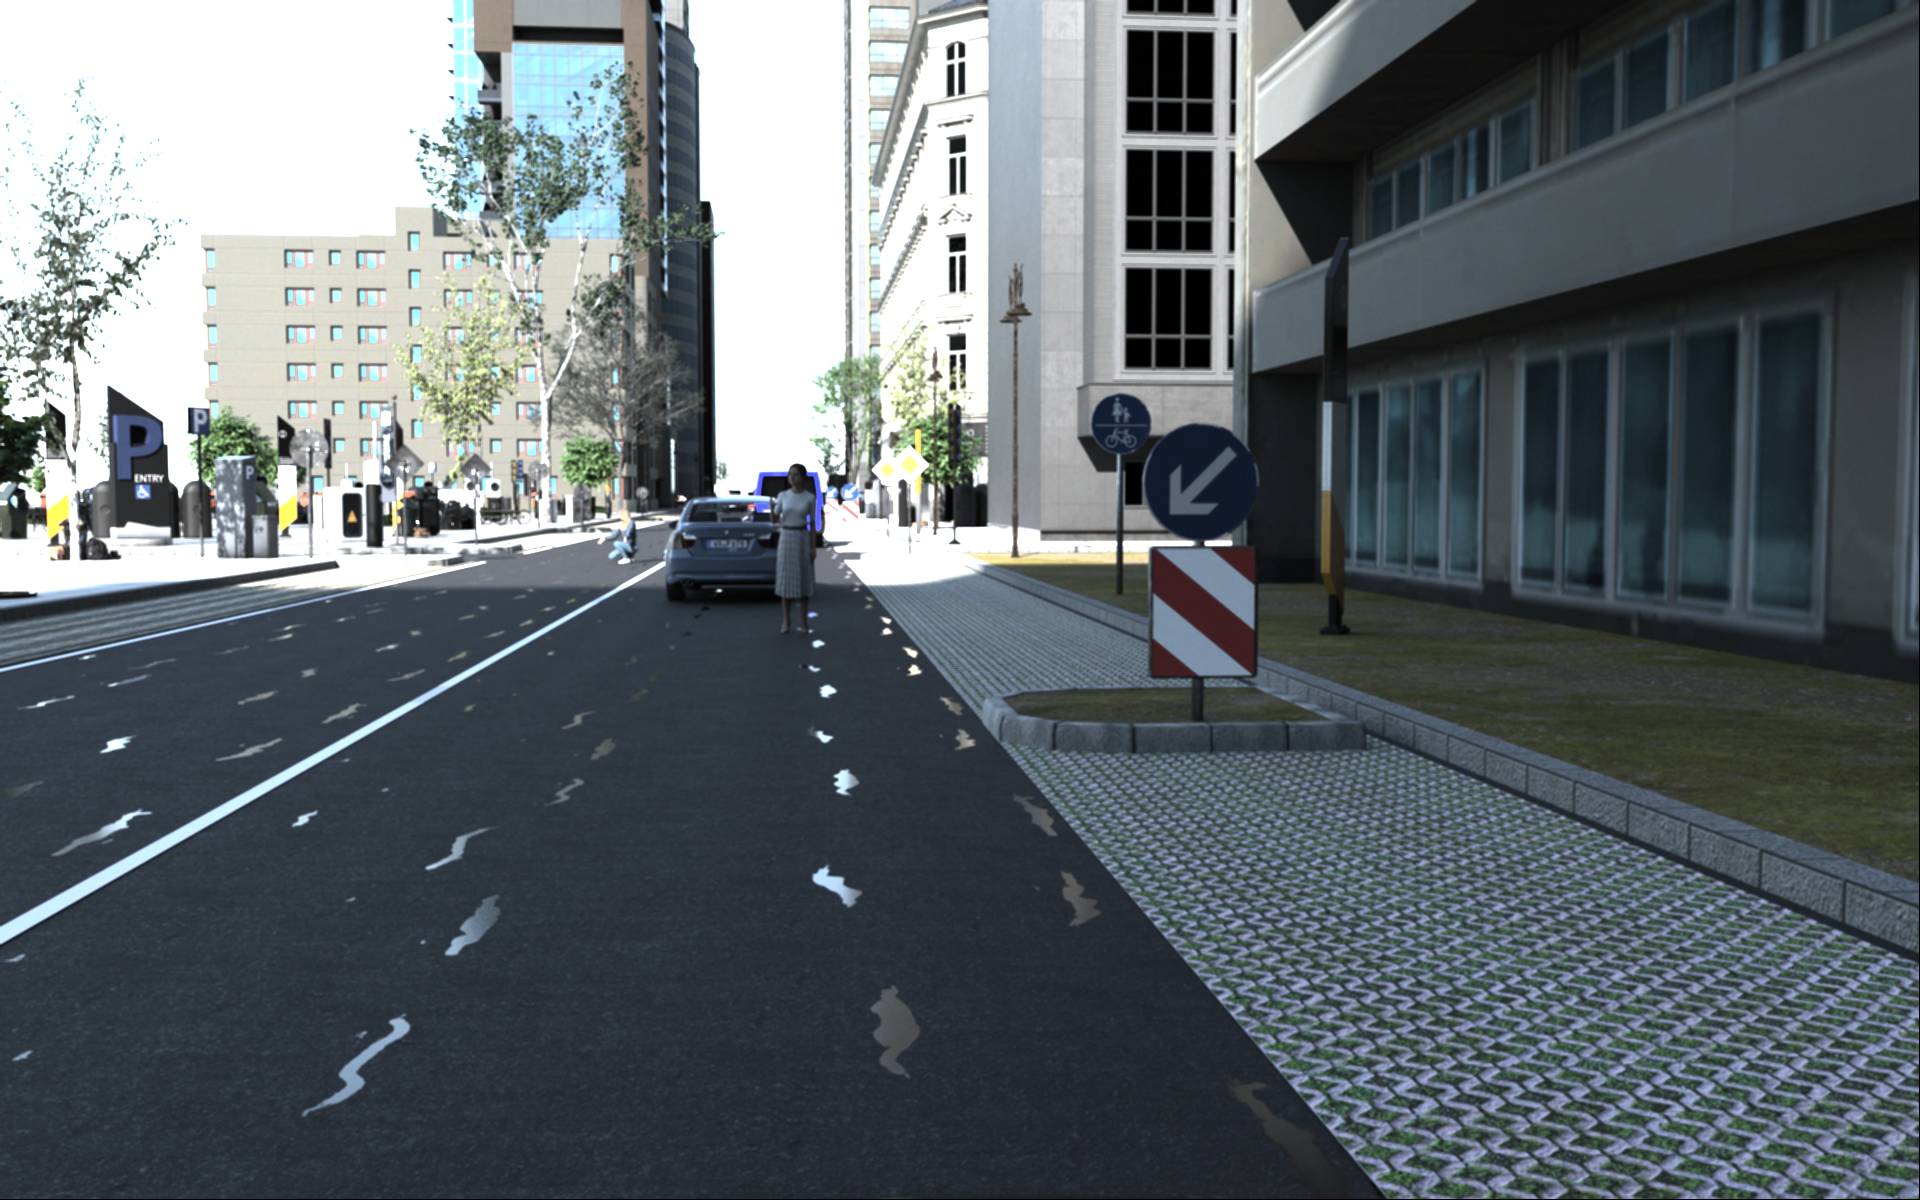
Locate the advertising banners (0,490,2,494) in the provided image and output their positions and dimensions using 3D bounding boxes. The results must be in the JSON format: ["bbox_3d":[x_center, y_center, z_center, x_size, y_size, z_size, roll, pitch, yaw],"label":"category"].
[{"bbox_3d":[-41.933,-4.860,75.648,0.090,3.025,2.074,-2,4,-25],"label":"advertising banners"}]

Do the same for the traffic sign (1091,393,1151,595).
[{"bbox_3d":[2.038,-1.341,22.031,0.768,2.556,0.104,0,4,-1],"label":"traffic sign"}]

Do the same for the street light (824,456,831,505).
[{"bbox_3d":[-14.701,-13.544,194.228,0.468,5.910,1.993,0,4,-6],"label":"street light"}]

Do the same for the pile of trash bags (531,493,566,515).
[{"bbox_3d":[-24.075,-5.769,104.079,3.447,1.369,1.912,-2,4,-33],"label":"pile of trash bags"}]

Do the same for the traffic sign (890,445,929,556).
[{"bbox_3d":[-1.044,-1.972,35.892,0.795,2.450,0.064,0,4,-6],"label":"traffic sign"}]

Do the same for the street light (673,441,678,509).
[{"bbox_3d":[-24.848,-10.926,151.420,0.468,5.910,1.993,0,4,-6],"label":"street light"}]

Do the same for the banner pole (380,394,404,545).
[{"bbox_3d":[-14.374,-3.284,43.719,0.863,3.779,0.401,3,5,40],"label":"banner pole"}]

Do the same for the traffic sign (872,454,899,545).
[{"bbox_3d":[-1.832,-2.458,43.838,0.795,2.450,0.064,0,4,-6],"label":"traffic sign"}]

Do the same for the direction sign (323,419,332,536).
[{"bbox_3d":[-19.106,-3.694,52.397,0.379,3.537,0.876,-1,4,-9],"label":"direction sign"}]

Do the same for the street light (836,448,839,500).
[{"bbox_3d":[-11.506,-11.561,161.812,0.468,5.910,1.993,0,4,-6],"label":"street light"}]

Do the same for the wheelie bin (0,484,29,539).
[{"bbox_3d":[-27.209,-2.561,49.787,0.980,1.594,0.693,2,4,35],"label":"wheelie bin"}]

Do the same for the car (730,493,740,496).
[{"bbox_3d":[-17.726,-7.653,134.904,2.009,1.686,4.222,0,4,-7],"label":"car"}]

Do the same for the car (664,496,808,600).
[{"bbox_3d":[-3.182,-0.775,24.679,2.014,1.417,4.499,0,4,-4],"label":"car"}]

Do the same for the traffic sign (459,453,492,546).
[{"bbox_3d":[-11.978,-2.398,42.857,0.795,2.450,0.064,0,4,-6],"label":"traffic sign"}]

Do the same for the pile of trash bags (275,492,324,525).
[{"bbox_3d":[-27.805,-3.893,73.398,3.447,1.369,1.912,3,5,41],"label":"pile of trash bags"}]

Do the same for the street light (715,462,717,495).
[{"bbox_3d":[-33.021,-16.018,234.686,0.468,5.910,1.993,0,4,-6],"label":"street light"}]

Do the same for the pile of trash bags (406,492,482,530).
[{"bbox_3d":[-18.681,-3.171,61.601,1.912,1.369,3.447,1,4,19],"label":"pile of trash bags"}]

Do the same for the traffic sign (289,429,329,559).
[{"bbox_3d":[-12.810,-2.079,34.105,0.768,2.556,0.104,0,4,-3],"label":"traffic sign"}]

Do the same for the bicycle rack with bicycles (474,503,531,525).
[{"bbox_3d":[-19.445,-3.569,71.739,2.925,0.926,2.852,0,4,-3],"label":"bicycle rack with bicycles"}]

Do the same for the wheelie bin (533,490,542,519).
[{"bbox_3d":[-21.975,-5.059,90.629,0.693,1.594,0.980,-1,4,-14],"label":"wheelie bin"}]

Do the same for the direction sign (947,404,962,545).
[{"bbox_3d":[-0.137,-3.167,43.776,0.379,3.537,0.876,1,4,20],"label":"direction sign"}]

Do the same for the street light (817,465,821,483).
[{"bbox_3d":[-19.687,-16.623,244.574,0.468,5.910,1.993,0,4,-6],"label":"street light"}]

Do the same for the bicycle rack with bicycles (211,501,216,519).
[{"bbox_3d":[-38.614,-4.612,88.783,2.852,0.926,2.925,2,4,32],"label":"bicycle rack with bicycles"}]

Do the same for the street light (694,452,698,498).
[{"bbox_3d":[-28.082,-12.956,184.612,0.468,5.910,1.993,0,4,-6],"label":"street light"}]

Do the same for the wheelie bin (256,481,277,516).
[{"bbox_3d":[-17.496,-2.158,43.190,0.693,1.594,0.980,0,4,2],"label":"wheelie bin"}]

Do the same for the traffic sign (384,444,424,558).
[{"bbox_3d":[-11.191,-1.912,34.910,0.795,2.450,0.064,0,4,-6],"label":"traffic sign"}]

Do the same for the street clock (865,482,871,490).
[{"bbox_3d":[-5.356,-5.903,101.090,0.358,2.002,0.471,-2,4,-24],"label":"street clock"}]

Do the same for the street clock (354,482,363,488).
[{"bbox_3d":[-36.424,-6.139,104.945,0.471,2.002,0.358,-3,4,-38],"label":"street clock"}]

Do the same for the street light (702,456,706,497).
[{"bbox_3d":[-29.860,-14.035,202.267,0.468,5.910,1.993,0,4,-6],"label":"street light"}]

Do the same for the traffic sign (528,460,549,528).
[{"bbox_3d":[-15.911,-3.992,65.379,0.768,2.556,0.104,0,4,1],"label":"traffic sign"}]

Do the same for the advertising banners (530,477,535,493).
[{"bbox_3d":[-28.169,-7.333,116.076,0.090,3.025,2.074,2,4,27],"label":"advertising banners"}]

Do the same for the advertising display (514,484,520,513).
[{"bbox_3d":[-28.255,-6.434,110.410,0.123,1.923,0.974,0,4,0],"label":"advertising display"}]

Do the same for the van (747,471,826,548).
[{"bbox_3d":[-4.780,-2.667,47.989,2.240,2.365,5.245,0,4,-6],"label":"van"}]

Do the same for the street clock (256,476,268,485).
[{"bbox_3d":[-27.507,-3.893,68.215,0.471,2.002,0.358,-2,4,-25],"label":"street clock"}]

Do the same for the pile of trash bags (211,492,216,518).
[{"bbox_3d":[-39.310,-5.188,94.576,3.447,1.369,1.912,-3,4,-36],"label":"pile of trash bags"}]

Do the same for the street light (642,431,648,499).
[{"bbox_3d":[-21.624,-8.943,119.007,0.468,5.910,1.993,0,4,-6],"label":"street light"}]

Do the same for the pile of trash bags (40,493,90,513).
[{"bbox_3d":[-51.586,-5.491,99.536,3.447,1.369,1.912,2,4,24],"label":"pile of trash bags"}]

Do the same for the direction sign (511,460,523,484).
[{"bbox_3d":[-29.610,-7.576,115.857,0.876,3.537,0.379,1,4,20],"label":"direction sign"}]

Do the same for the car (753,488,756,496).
[{"bbox_3d":[-10.501,-5.266,94.766,2.281,1.827,5.304,0,4,-4],"label":"car"}]

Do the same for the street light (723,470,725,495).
[{"bbox_3d":[-36.414,-18.021,267.436,0.468,5.910,1.993,0,4,-6],"label":"street light"}]

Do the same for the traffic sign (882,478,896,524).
[{"bbox_3d":[-3.003,-4.358,73.387,0.606,2.300,0.079,0,4,-1],"label":"traffic sign"}]

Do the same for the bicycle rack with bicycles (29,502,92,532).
[{"bbox_3d":[-30.472,-2.830,59.647,2.852,0.926,2.925,-1,4,-11],"label":"bicycle rack with bicycles"}]

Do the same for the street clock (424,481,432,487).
[{"bbox_3d":[-30.351,-5.774,98.975,0.471,2.002,0.358,0,4,-6],"label":"street clock"}]
